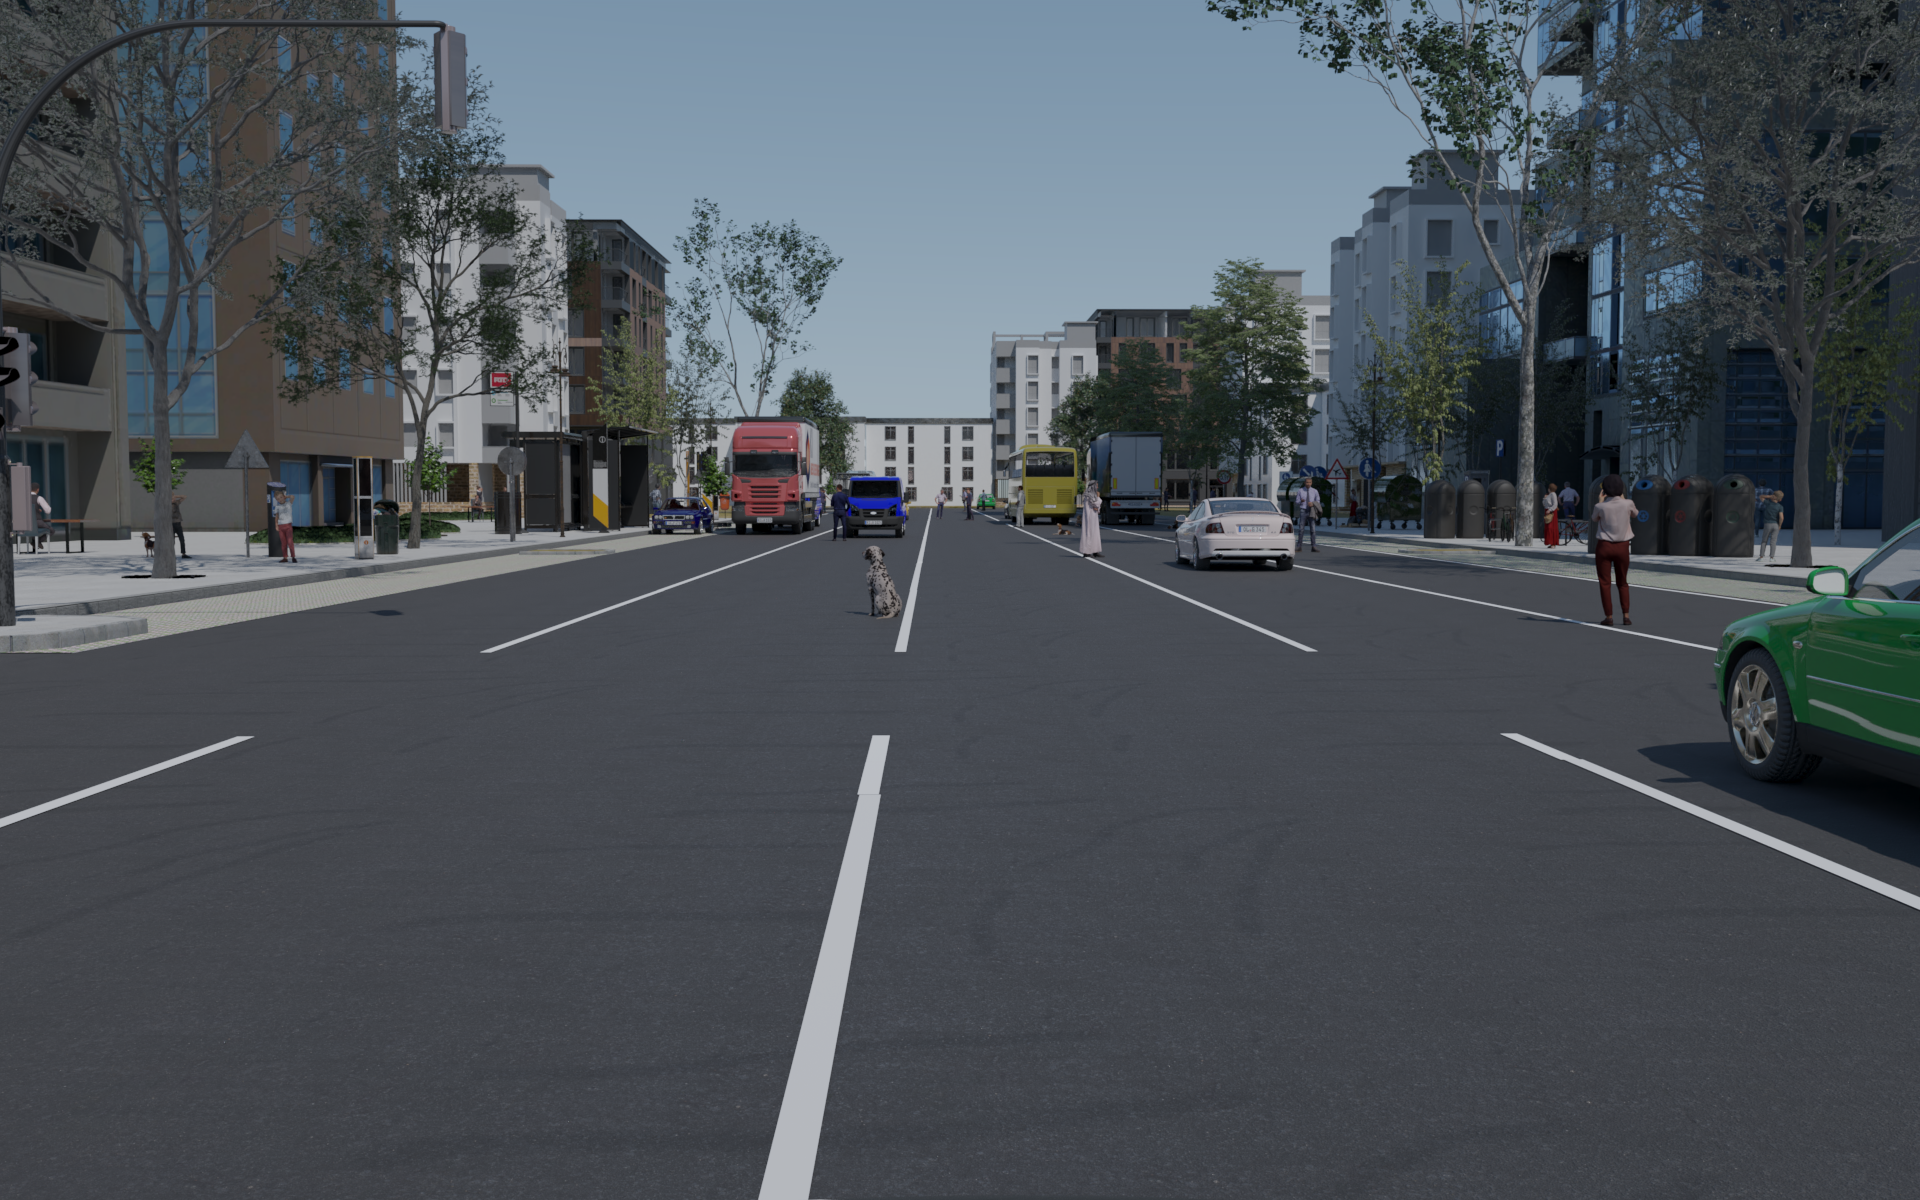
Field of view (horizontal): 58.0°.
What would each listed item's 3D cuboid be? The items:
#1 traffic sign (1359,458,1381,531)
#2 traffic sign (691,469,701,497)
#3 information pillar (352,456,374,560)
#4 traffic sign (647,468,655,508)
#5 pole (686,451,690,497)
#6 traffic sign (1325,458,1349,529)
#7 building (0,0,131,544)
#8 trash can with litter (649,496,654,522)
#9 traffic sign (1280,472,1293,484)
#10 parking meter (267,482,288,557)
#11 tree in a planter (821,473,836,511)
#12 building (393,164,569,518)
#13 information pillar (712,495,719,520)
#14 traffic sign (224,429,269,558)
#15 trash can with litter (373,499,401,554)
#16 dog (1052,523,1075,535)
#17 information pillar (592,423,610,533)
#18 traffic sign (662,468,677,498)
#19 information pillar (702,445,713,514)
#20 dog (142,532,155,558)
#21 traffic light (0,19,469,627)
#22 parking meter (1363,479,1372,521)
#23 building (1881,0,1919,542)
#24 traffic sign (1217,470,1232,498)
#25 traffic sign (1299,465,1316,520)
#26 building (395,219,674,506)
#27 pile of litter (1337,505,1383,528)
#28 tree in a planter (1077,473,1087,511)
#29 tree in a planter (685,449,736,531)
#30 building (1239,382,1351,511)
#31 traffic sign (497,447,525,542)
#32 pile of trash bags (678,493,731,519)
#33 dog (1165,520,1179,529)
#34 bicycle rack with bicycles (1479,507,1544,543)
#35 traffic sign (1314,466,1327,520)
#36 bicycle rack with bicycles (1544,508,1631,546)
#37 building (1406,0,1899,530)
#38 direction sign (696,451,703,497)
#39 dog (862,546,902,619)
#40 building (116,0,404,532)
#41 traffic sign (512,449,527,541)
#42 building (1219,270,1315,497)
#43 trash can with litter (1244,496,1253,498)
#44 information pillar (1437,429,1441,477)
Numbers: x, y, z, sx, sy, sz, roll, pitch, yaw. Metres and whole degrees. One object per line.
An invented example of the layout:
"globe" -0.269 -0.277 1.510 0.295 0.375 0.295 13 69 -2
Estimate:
"traffic sign" 14.278 -3.689 60.413 0.768 2.556 0.104 0 4 7
"traffic sign" -13.751 -5.577 91.179 0.884 2.594 0.081 0 4 7
"information pillar" -11.706 -1.804 33.981 0.304 2.012 0.304 -2 4 -34
"traffic sign" -15.118 -5.118 83.780 0.768 2.556 0.104 0 4 5
"pole" -12.934 -5.412 82.333 0.158 3.312 0.155 0 3 0
"traffic sign" 13.692 -3.851 62.970 0.884 2.594 0.081 0 4 3
"building" -33.734 -25.245 36.458 21.300 48.544 21.600 0 4 -1
"trash can with litter" -14.612 -4.287 81.155 2.233 1.210 1.678 2 4 29
"traffic sign" 14.642 -4.629 77.819 0.606 2.300 0.079 0 4 7
"parking meter" -13.895 -1.642 35.253 0.372 1.533 0.369 0 3 0
"tree in a planter" -10.867 -9.068 145.485 1.991 3.239 1.994 0 4 -1
"building" -30.529 -14.742 97.456 16.016 20.091 11.380 0 4 -1
"information pillar" -12.021 -4.924 85.002 0.304 2.012 0.304 -1 4 -23
"traffic sign" -14.365 -2.133 34.877 0.884 2.594 0.081 0 4 0
"trash can with litter" -12.280 -1.567 37.011 0.624 1.170 1.055 -1 4 -14
"dog" 3.644 -2.490 60.899 0.550 0.427 0.748 -2 4 -33
"information pillar" -11.794 -4.007 56.873 0.504 3.616 0.183 0 4 -3
"traffic sign" -14.443 -5.257 86.054 0.768 2.556 0.104 0 4 6
"information pillar" -12.099 -5.605 83.003 0.504 3.616 0.183 0 4 -1
"dog" -16.341 -1.115 35.059 0.540 0.507 0.406 0 4 -6
"traffic light" -7.181 -2.575 16.771 4.771 5.953 1.251 0 4 -1
"parking meter" 16.006 -3.812 68.044 0.255 1.863 0.399 2 4 26
"building" 39.089 -30.255 36.672 28.212 58.520 21.231 0 4 -1
"traffic sign" 13.773 -5.520 90.360 0.768 2.556 0.104 0 4 1
"traffic sign" 15.350 -4.669 76.449 0.768 2.556 0.104 0 4 7
"building" -41.600 -18.270 142.695 32.646 21.610 27.936 0 4 -1
"pile of litter" 15.247 -3.180 65.958 1.176 0.858 1.719 -3 5 -45
"tree in a planter" 10.131 -9.149 146.800 1.991 3.239 1.994 0 4 -1
"tree in a planter" -9.741 -4.352 68.377 1.991 3.239 1.994 0 4 -1
"building" 28.271 -11.635 132.377 9.099 9.664 28.070 0 4 -1
"traffic sign" -12.066 -2.839 46.531 0.768 2.556 0.104 1 4 8
"pile of trash bags" -13.473 -4.834 88.784 3.447 1.369 1.912 0 4 -3
"dog" 8.684 -3.099 70.869 0.748 0.427 0.550 1 4 11
"bicycle rack with bicycles" 15.217 -2.038 46.697 2.852 0.926 2.925 2 4 30
"traffic sign" 16.355 -4.826 79.005 0.768 2.556 0.104 0 4 2
"bicycle rack with bicycles" 16.274 -1.833 43.355 2.925 0.926 2.852 1 4 20
"building" 35.360 -46.640 75.236 22.319 86.520 31.000 0 4 -1
"direction sign" -13.774 -6.112 91.934 0.379 3.537 0.876 -2 4 -34
"dog" -0.940 -0.207 20.213 0.513 0.831 0.800 0 4 5
"building" -29.940 -25.298 63.732 14.600 45.320 14.200 0 4 -1
"traffic sign" -12.220 -2.892 47.391 0.768 2.556 0.104 0 4 8
"building" 31.086 -18.065 151.788 16.016 20.091 11.380 0 4 -1
"trash can with litter" 13.944 -4.337 81.965 2.233 1.210 1.678 2 4 29
"information pillar" 17.263 -4.350 62.477 0.183 3.616 0.504 1 4 15
